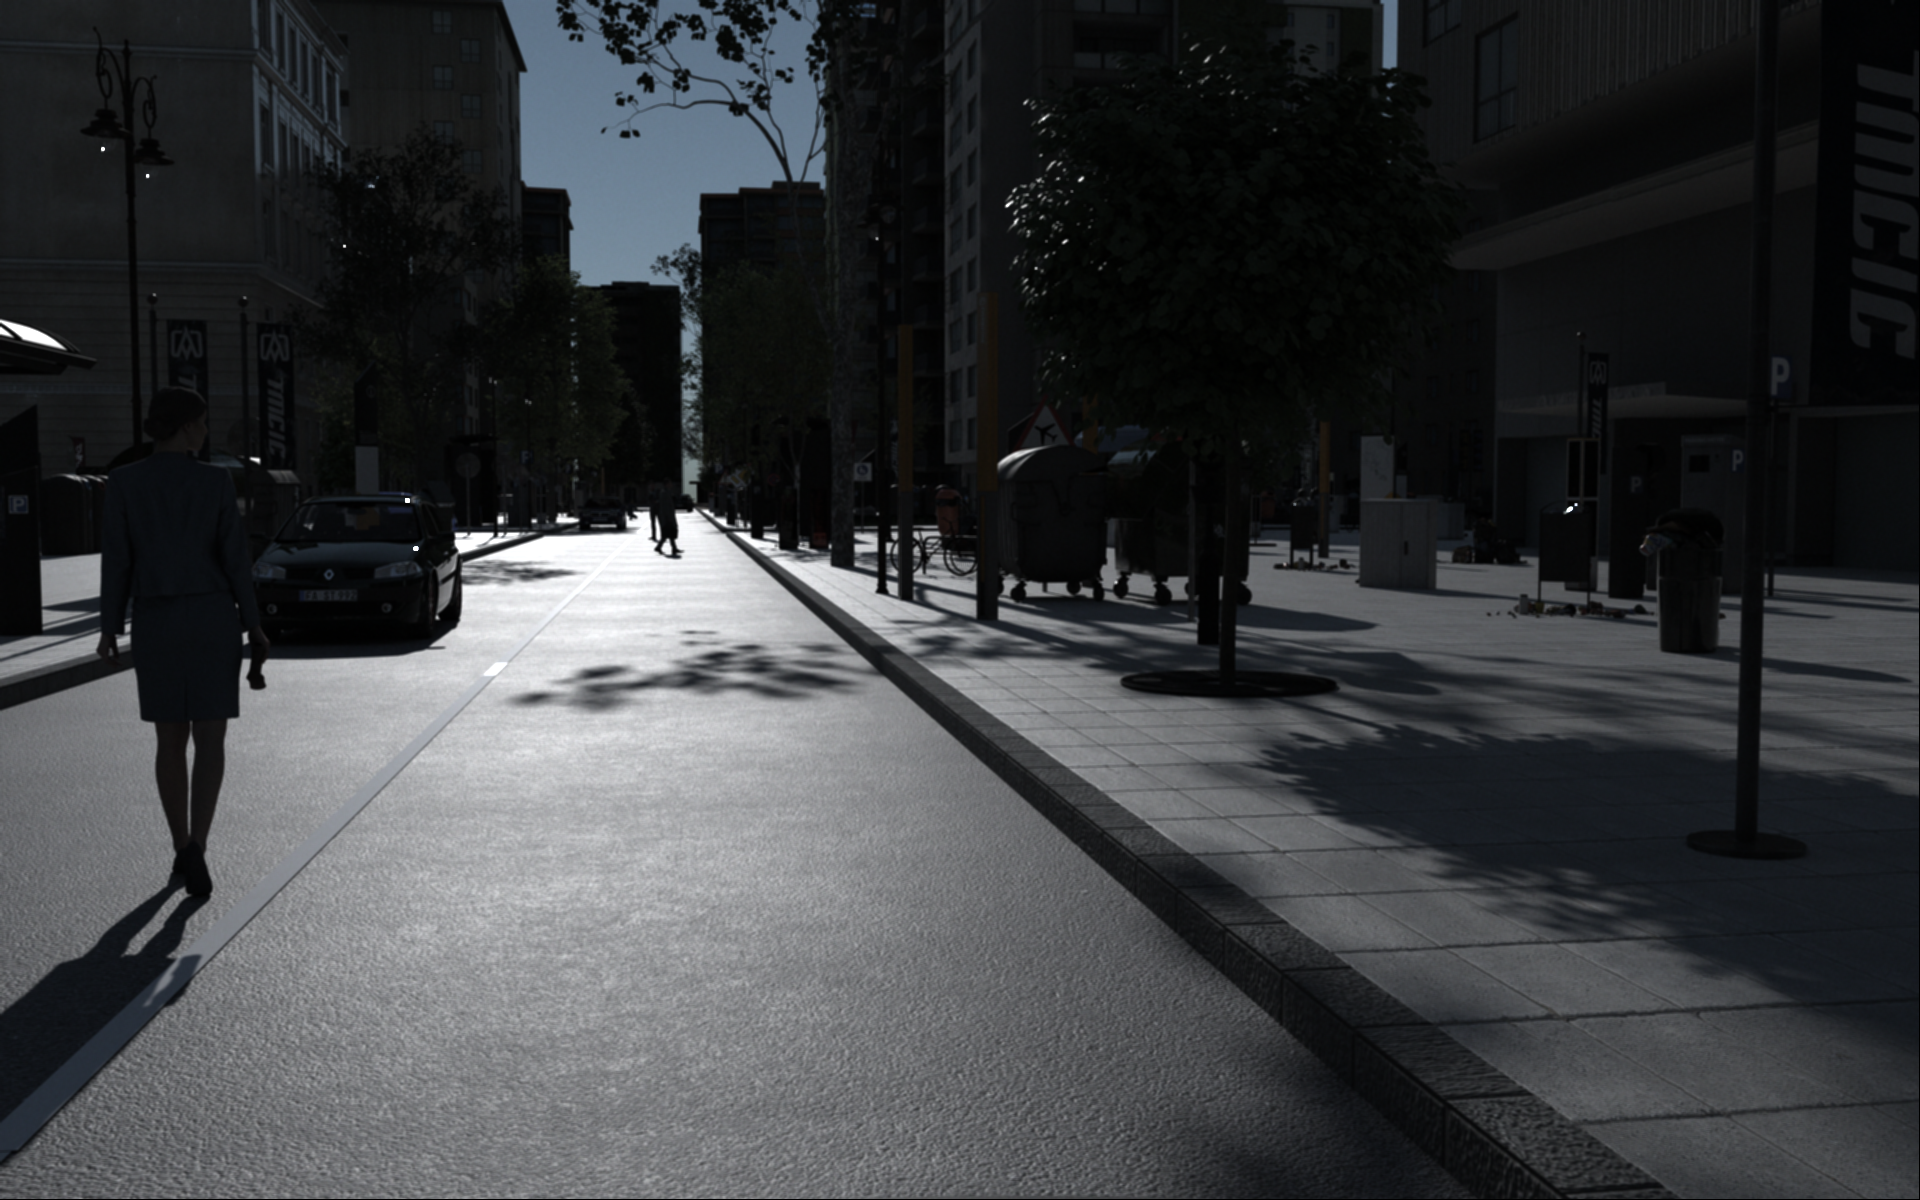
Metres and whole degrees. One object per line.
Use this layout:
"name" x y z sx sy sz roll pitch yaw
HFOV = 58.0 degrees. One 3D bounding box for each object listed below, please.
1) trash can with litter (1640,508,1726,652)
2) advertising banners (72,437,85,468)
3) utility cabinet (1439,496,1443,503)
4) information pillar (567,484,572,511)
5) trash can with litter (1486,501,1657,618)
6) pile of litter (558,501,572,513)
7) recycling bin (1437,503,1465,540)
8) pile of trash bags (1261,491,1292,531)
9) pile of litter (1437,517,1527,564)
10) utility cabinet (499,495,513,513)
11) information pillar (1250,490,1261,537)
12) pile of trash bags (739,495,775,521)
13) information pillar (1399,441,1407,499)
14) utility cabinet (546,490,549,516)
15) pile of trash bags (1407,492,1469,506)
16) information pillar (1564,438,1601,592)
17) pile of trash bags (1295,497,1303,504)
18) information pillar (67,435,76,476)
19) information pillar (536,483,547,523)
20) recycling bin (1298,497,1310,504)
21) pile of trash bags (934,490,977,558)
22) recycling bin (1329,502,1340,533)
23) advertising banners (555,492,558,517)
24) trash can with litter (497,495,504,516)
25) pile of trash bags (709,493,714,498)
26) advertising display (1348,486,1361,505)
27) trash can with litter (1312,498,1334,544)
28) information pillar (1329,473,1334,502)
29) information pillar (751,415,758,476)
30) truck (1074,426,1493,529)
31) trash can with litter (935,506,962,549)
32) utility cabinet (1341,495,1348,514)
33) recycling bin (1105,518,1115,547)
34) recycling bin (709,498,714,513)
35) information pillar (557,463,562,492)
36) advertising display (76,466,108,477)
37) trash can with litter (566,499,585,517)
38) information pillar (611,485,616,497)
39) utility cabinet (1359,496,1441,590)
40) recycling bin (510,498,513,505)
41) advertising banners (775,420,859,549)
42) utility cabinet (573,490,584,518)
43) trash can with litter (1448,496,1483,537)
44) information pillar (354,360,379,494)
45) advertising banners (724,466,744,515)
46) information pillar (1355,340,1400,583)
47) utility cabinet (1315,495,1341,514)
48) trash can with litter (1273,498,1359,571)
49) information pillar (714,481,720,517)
"trash can with litter" 5.992 -0.179 14.313 0.624 1.170 1.055 2 4 27
"advertising banners" -26.912 -3.540 54.064 0.090 3.025 2.074 1 4 15
"utility cabinet" 18.808 -3.559 69.349 1.020 1.237 0.306 1 4 10
"information pillar" -28.825 -7.539 127.760 0.304 2.012 0.304 0 4 -6
"trash can with litter" 6.803 -0.444 18.323 2.233 1.210 1.678 1 4 23
"pile of litter" -26.658 -6.280 116.638 1.176 0.858 1.719 -3 4 -37
"recycling bin" 13.674 -2.209 48.670 0.722 1.027 0.722 -3 4 -37
"pile of trash bags" 9.315 -2.998 58.768 3.447 1.369 1.912 -2 4 -30
"pile of litter" 9.678 -1.120 32.270 1.719 0.858 1.176 1 4 18
"utility cabinet" -31.069 -6.587 118.852 1.020 1.237 0.306 1 4 12
"information pillar" 8.736 -2.868 51.385 0.304 2.012 0.304 -1 4 -11
"pile of trash bags" -9.767 -4.542 84.014 1.912 1.369 3.447 -1 4 -8
"information pillar" 19.525 -5.210 76.540 0.504 3.616 0.183 -1 4 -13
"utility cabinet" -24.368 -5.708 102.007 0.318 1.500 1.173 0 4 4
"pile of trash bags" 22.753 -4.448 82.471 3.447 1.369 1.912 2 4 30
"information pillar" 8.232 -1.127 22.911 0.304 2.012 0.304 -1 4 -21
"pile of trash bags" 13.982 -4.160 77.765 1.912 1.369 3.447 -3 4 -38
"information pillar" -34.901 -4.700 68.207 0.504 3.616 0.183 1 4 18
"information pillar" -18.301 -4.356 75.712 0.304 2.012 0.304 2 4 26
"recycling bin" 25.399 -7.058 127.948 0.722 1.027 0.722 2 4 24
"pile of trash bags" 0.602 -1.619 36.227 1.912 1.369 3.447 2 4 35
"recycling bin" 12.227 -2.747 57.471 0.722 1.027 0.722 1 4 16
"advertising banners" -22.841 -6.151 96.750 0.090 3.025 2.074 0 4 6
"trash can with litter" -27.262 -5.553 101.854 1.678 1.210 2.233 -1 4 -15
"pile of trash bags" -18.818 -7.703 135.701 1.912 1.369 3.447 1 4 15
"advertising display" 22.554 -5.715 98.660 0.974 1.923 0.123 3 5 42
"trash can with litter" 9.140 -2.024 44.478 0.624 1.170 1.055 2 4 33
"information pillar" 12.681 -3.378 59.721 0.304 2.012 0.304 3 5 42
"information pillar" -6.029 -3.646 50.959 0.183 3.616 0.504 0 4 8
"truck" 12.816 -4.635 65.549 18.799 4.110 2.967 -1 4 -11
"trash can with litter" -0.266 -1.775 40.404 0.624 1.170 1.055 0 3 0
"utility cabinet" 22.523 -5.537 101.687 1.020 1.237 0.306 2 4 29
"recycling bin" 3.845 -1.804 42.048 0.722 1.027 0.722 -2 4 -35
"recycling bin" -16.908 -6.572 120.009 0.722 1.027 0.722 -3 5 -43
"information pillar" -30.544 -8.616 132.223 0.504 3.616 0.183 2 4 33
"advertising display" -20.189 -2.159 40.508 0.974 1.923 0.123 1 4 12
"trash can with litter" -21.643 -5.262 97.424 0.624 1.170 1.055 2 4 25
"information pillar" -27.558 -8.146 137.682 0.304 2.012 0.304 1 4 12
"utility cabinet" 5.975 -0.764 23.646 1.020 1.237 0.306 3 5 41
"recycling bin" -29.345 -6.247 114.699 0.722 1.027 0.722 0 4 -1
"advertising banners" -3.339 -2.717 40.610 2.074 3.025 0.090 -2 4 -24
"utility cabinet" -20.260 -5.098 92.038 0.318 1.500 1.173 -2 4 -24
"trash can with litter" 14.653 -2.498 51.898 1.678 1.210 2.233 1 4 12
"information pillar" -10.331 -2.376 30.206 0.183 3.616 0.504 2 4 24
"advertising banners" -14.049 -6.829 107.840 0.090 3.025 2.074 2 4 30
"information pillar" 5.952 -2.043 24.762 0.504 3.616 0.183 3 5 40
"utility cabinet" 14.916 -3.632 70.542 0.306 1.237 1.020 -2 4 -32
"trash can with litter" 6.229 -1.147 29.810 2.233 1.210 1.678 -3 4 -38
"information pillar" -13.878 -5.767 98.780 0.304 2.012 0.304 0 4 -4
